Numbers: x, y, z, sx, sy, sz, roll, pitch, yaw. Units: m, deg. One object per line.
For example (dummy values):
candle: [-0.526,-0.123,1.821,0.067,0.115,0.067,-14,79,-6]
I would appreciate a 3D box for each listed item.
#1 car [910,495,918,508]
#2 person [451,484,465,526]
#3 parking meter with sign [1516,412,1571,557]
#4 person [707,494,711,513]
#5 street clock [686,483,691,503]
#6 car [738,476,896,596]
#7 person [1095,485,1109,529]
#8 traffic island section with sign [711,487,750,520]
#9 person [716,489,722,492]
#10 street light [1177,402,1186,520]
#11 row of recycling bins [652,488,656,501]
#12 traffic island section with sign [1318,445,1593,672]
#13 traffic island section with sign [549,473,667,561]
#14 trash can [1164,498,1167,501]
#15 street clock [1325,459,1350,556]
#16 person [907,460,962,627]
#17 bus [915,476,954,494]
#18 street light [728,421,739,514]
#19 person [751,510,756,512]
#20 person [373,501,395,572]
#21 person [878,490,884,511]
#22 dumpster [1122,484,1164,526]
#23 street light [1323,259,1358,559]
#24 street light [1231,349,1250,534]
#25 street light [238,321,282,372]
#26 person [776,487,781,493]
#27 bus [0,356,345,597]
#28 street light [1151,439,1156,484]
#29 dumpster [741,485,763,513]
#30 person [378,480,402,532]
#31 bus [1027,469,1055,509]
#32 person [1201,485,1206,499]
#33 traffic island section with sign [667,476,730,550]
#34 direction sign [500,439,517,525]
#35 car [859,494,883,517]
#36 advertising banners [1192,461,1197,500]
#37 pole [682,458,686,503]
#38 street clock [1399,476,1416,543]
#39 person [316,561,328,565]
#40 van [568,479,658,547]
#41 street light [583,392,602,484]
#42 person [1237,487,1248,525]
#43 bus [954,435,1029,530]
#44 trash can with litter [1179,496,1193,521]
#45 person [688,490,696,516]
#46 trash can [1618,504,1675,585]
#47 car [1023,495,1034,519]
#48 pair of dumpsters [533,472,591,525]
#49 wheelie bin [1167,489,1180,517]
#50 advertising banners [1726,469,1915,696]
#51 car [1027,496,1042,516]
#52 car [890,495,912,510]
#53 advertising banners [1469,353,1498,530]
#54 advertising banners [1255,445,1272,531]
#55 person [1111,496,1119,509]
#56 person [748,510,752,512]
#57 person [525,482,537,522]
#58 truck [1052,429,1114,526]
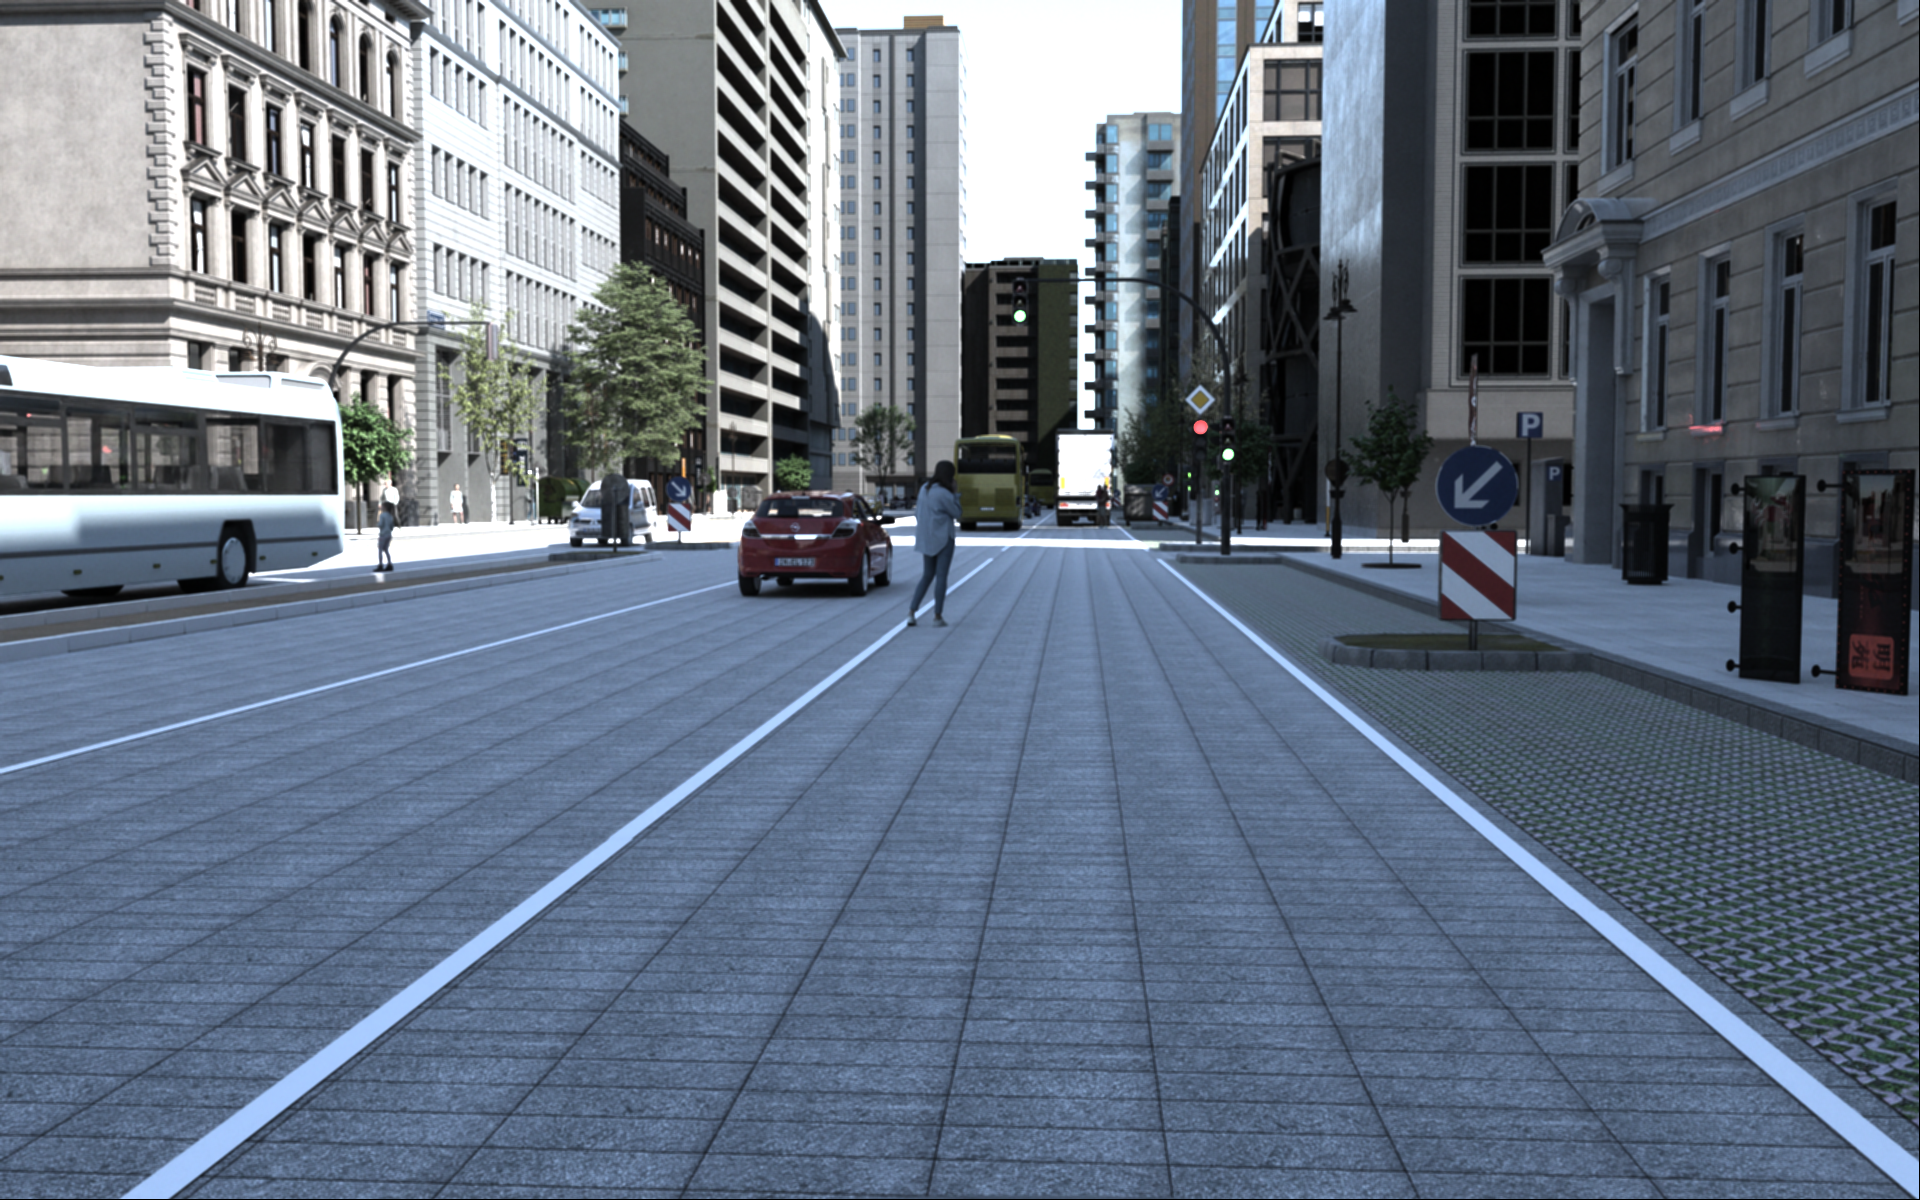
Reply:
car: [-4.564,-10.428,183.071,1.945,1.354,3.894,0,4,6]
person: [-20.059,-3.792,69.040,0.512,1.701,0.522,-2,4,-35]
parking meter with sign: [12.227,-2.439,36.131,0.543,3.016,1.738,0,4,-7]
person: [-17.232,-6.590,118.460,0.373,1.253,0.362,1,4,19]
street clock: [-15.408,-5.703,97.816,0.358,2.002,0.471,2,4,35]
car: [-2.083,-1.025,25.806,2.155,1.783,4.494,0,4,5]
person: [5.897,-3.882,71.943,0.580,1.828,0.573,1,4,11]
traffic island section with sign: [-12.880,-5.439,97.562,1.989,1.847,2.006,0,4,4]
person: [-15.579,-6.478,111.319,0.474,1.900,0.648,3,5,40]
street light: [11.120,-6.986,87.008,0.468,5.910,1.993,0,4,4]
row of recycling bins: [-17.758,-5.388,95.205,1.069,1.692,3.534,1,4,15]
traffic island section with sign: [4.155,-0.383,14.886,1.989,1.847,2.006,0,4,4]
traffic island section with sign: [-7.678,-1.808,37.696,2.006,1.907,1.989,0,4,4]
trash can: [12.083,-5.472,101.115,0.748,1.137,0.748,0,3,0]
street clock: [7.830,-1.921,35.975,0.471,2.002,0.358,2,4,26]
person: [-0.290,-0.610,18.738,0.793,1.790,0.793,1,4,15]
bus: [-2.118,-10.283,162.986,2.948,3.499,13.247,0,4,5]
street light: [-14.386,-8.382,109.825,0.468,5.910,1.993,0,4,4]
person: [-14.693,-7.158,123.041,0.705,1.831,1.348,0,4,3]
person: [-10.629,-1.171,31.929,0.394,1.301,0.425,0,4,2]
person: [-6.810,-8.558,149.099,0.551,1.740,0.621,-1,4,-12]
dumpster: [8.126,-4.178,76.533,1.865,1.857,1.264,0,4,2]
street light: [7.490,-3.760,34.268,0.468,5.910,1.993,0,4,4]
street light: [8.953,-5.049,55.342,0.468,5.910,1.993,0,4,4]
street light: [-18.729,-4.508,46.496,0.468,5.910,1.993,0,4,4]
person: [-14.971,-8.360,142.708,0.705,1.826,1.348,3,5,43]
bus: [-11.606,-1.604,21.083,2.948,3.499,13.247,0,4,5]
street light: [13.257,-8.936,118.891,0.468,5.910,1.993,0,4,4]
dumpster: [-14.076,-6.801,116.959,1.264,1.857,1.865,0,4,4]
person: [-19.201,-3.160,58.189,0.782,1.767,0.515,1,4,9]
bus: [7.995,-10.933,170.300,2.896,3.916,12.252,0,4,2]
person: [14.546,-5.960,103.612,0.853,1.813,0.709,-2,4,-24]
traffic island section with sign: [-7.163,-2.260,45.085,2.006,1.907,1.989,0,4,4]
direction sign: [-18.557,-4.868,71.585,0.876,3.537,0.379,0,4,6]
car: [-5.832,-5.957,107.620,2.015,1.641,3.980,0,4,4]
advertising banners: [10.566,-5.010,78.107,0.090,3.025,2.074,1,4,15]
pole: [-15.678,-6.391,98.340,0.158,3.312,0.155,0,3,0]
street clock: [11.687,-2.497,45.398,0.471,2.002,0.358,1,4,16]
person: [-13.090,-1.567,35.117,0.522,1.701,0.512,-2,4,-25]
van: [-9.651,-2.524,48.277,2.013,2.044,4.112,0,4,4]
street light: [-16.577,-6.445,78.162,0.468,5.910,1.993,0,4,4]
person: [11.628,-4.002,71.661,0.537,1.800,0.526,2,4,29]
bus: [1.331,-4.890,71.498,2.896,3.916,12.252,0,4,3]
trash can with litter: [11.007,-4.358,82.641,1.055,1.170,0.624,1,4,22]
person: [-15.400,-5.679,99.003,0.694,1.812,0.767,2,4,26]
trash can: [9.740,-0.792,24.603,0.748,1.137,0.748,0,3,0]
car: [3.362,-5.542,102.607,2.014,1.417,4.499,0,4,4]
pair of dumpsters: [-16.908,-4.360,73.780,1.574,2.255,4.437,0,4,4]
wheelie bin: [12.180,-5.545,98.562,0.693,1.594,0.980,-2,4,-23]
advertising banners: [5.896,-0.916,11.166,0.090,3.025,2.074,-2,4,-28]
car: [4.359,-6.172,113.491,1.945,1.354,3.894,0,4,6]
car: [-5.528,-9.113,161.575,1.945,1.354,3.894,0,4,5]
advertising banners: [6.331,-1.518,21.013,0.090,3.025,2.074,1,4,9]
advertising banners: [10.820,-3.998,61.556,0.090,3.025,2.074,2,4,24]
person: [14.094,-9.180,159.275,1.217,1.739,0.721,1,4,19]
person: [-15.195,-7.199,124.572,0.721,1.723,1.217,-1,4,-21]
person: [-19.491,-4.471,79.132,0.713,1.824,0.794,0,4,0]
truck: [5.652,-5.569,79.965,2.839,4.237,11.283,0,4,3]
